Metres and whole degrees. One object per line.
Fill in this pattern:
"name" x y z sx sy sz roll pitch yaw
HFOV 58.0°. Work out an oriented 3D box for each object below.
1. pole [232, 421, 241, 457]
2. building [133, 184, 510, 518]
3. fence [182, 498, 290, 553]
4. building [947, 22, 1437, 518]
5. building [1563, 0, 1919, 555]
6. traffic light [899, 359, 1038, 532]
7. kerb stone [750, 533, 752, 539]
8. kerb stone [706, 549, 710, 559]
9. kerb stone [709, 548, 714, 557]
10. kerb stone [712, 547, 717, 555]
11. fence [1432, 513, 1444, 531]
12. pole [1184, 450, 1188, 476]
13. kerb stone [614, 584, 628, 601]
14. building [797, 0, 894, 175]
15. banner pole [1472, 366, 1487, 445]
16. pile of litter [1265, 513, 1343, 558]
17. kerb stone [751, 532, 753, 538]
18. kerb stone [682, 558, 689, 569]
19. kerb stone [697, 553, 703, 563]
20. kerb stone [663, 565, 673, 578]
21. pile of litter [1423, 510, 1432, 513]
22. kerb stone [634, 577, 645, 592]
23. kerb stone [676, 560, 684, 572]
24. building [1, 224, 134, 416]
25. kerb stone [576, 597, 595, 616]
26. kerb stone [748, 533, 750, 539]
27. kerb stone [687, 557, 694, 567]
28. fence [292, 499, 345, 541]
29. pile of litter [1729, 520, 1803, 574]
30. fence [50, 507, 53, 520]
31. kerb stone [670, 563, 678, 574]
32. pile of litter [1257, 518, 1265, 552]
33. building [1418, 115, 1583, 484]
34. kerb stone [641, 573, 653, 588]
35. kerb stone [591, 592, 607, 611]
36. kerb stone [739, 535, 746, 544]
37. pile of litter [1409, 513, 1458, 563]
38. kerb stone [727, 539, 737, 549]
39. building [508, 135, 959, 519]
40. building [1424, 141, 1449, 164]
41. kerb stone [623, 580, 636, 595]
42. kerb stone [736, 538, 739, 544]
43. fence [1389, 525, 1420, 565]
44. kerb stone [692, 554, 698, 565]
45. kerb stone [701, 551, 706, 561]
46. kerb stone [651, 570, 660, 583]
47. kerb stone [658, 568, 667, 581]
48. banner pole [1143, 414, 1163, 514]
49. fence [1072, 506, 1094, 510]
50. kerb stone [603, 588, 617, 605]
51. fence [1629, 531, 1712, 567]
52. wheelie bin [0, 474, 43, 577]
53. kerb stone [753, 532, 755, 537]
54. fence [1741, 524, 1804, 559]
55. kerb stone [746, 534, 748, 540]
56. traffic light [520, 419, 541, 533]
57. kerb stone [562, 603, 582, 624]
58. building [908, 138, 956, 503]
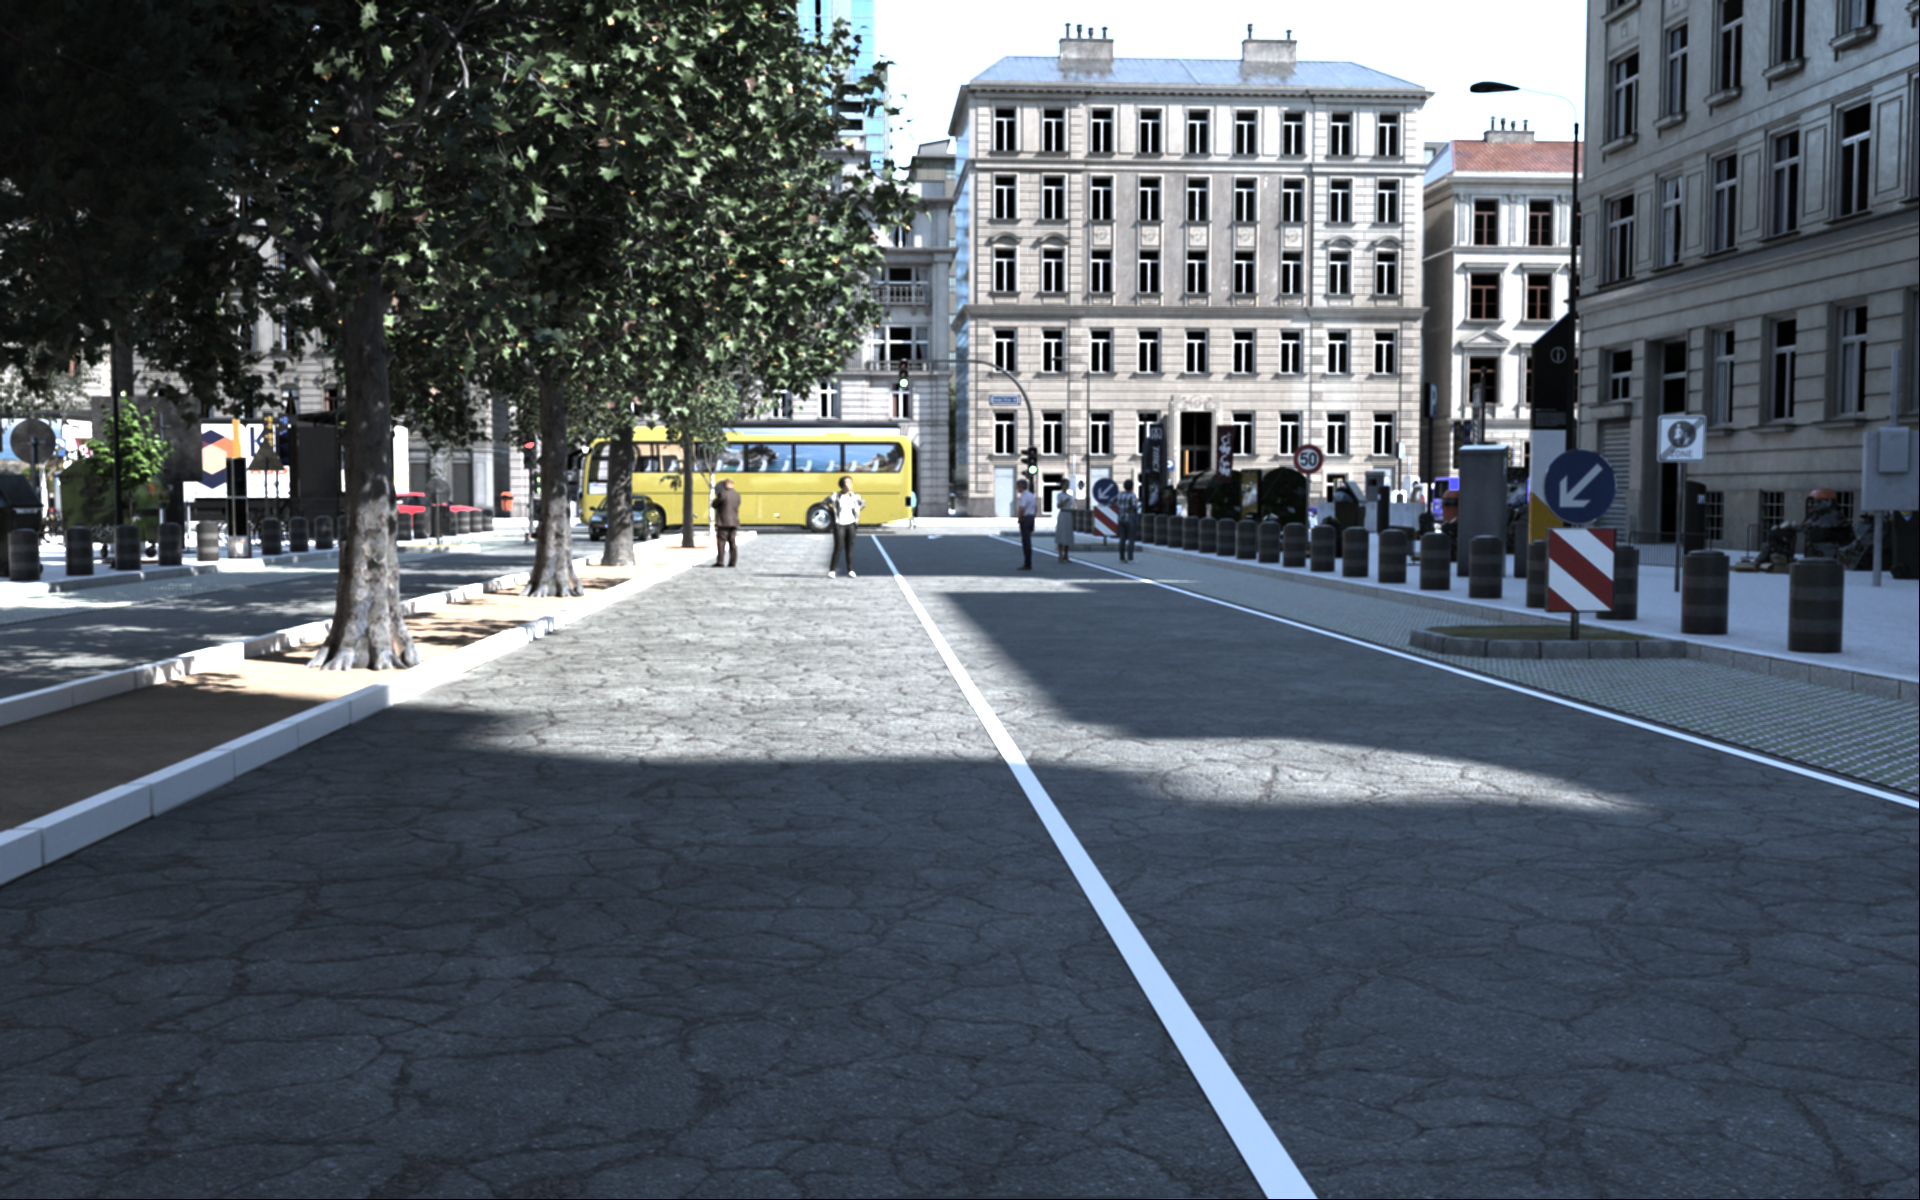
"pole" -19.682 -3.262 47.176 0.158 3.312 0.155 0 3 0
"building" -33.658 -14.934 93.326 18.267 20.994 9.793 0 4 -4
"fence" -15.765 -1.613 37.577 2.264 1.192 0.480 0 4 6
"building" 12.152 -18.318 96.761 25.104 27.353 12.463 0 4 -4
"building" 25.288 -12.273 33.951 16.112 22.955 30.059 0 4 -4
"traffic light" 0.315 -5.128 58.504 4.771 5.953 1.251 0 4 -4
"kerb stone" -6.700 -1.963 54.297 0.120 0.150 1.000 0 4 -4
"kerb stone" -5.624 -0.962 37.917 0.120 0.150 1.000 0 4 -4
"kerb stone" -5.693 -1.019 38.939 0.120 0.150 1.000 0 4 -4
"kerb stone" -5.760 -1.087 39.964 0.120 0.150 1.000 0 4 -4
"fence" 14.780 -2.294 52.889 0.278 0.683 2.069 -1 4 -10
"pole" 10.508 -5.308 80.631 0.158 3.312 0.155 0 3 0
"kerb stone" -4.681 -0.081 23.564 0.120 0.150 1.000 0 4 -4
"building" -23.072 -57.816 257.961 31.000 86.520 22.319 0 4 -4
"banner pole" 10.265 -2.709 34.305 0.401 3.779 0.863 0 4 -2
"pile of litter" 7.268 -1.286 34.985 1.719 0.858 1.176 -1 4 -15
"kerb stone" -6.767 -2.026 55.326 0.120 0.150 1.000 0 4 -4
"kerb stone" -5.288 -0.648 32.792 0.120 0.150 1.000 0 4 -4
"kerb stone" -5.487 -0.830 35.867 0.120 0.150 1.000 0 4 -4
"kerb stone" -5.080 -0.458 29.709 0.120 0.150 1.000 0 4 -4
"pile of litter" 12.817 -2.114 48.533 1.176 0.858 1.719 2 4 30
"kerb stone" -4.813 -0.209 25.614 0.120 0.150 1.000 0 4 -4
"kerb stone" -5.226 -0.586 31.769 0.120 0.150 1.000 0 4 -4
"building" -55.091 -18.699 93.116 23.554 28.519 14.401 0 4 -4
"kerb stone" -4.483 0.104 20.491 0.120 0.150 1.000 0 4 -4
"kerb stone" -6.629 -1.901 53.275 0.120 0.150 1.000 0 4 -4
"kerb stone" -5.352 -0.711 33.814 0.120 0.150 1.000 0 4 -4
"fence" -16.735 -2.040 44.551 2.264 1.192 0.480 -1 4 -9
"pile of litter" 13.301 -0.883 28.401 1.176 0.858 1.719 0 4 2
"fence" -29.491 -2.667 54.802 0.480 1.192 2.264 1 4 17
"kerb stone" -5.158 -0.521 30.738 0.120 0.150 1.000 0 4 -4
"pile of litter" 7.150 -1.498 38.451 1.719 0.858 1.176 -2 4 -25
"building" 35.857 -16.044 98.471 21.152 22.565 11.583 0 4 -4
"kerb stone" -4.882 -0.272 26.636 0.120 0.150 1.000 0 4 -4
"kerb stone" -4.545 0.042 21.513 0.120 0.150 1.000 0 4 -4
"kerb stone" -6.489 -1.772 51.230 0.120 0.150 1.000 0 4 -4
"pile of litter" 9.192 -1.174 33.157 1.176 0.858 1.719 1 4 13
"kerb stone" -6.224 -1.525 47.133 0.120 0.150 1.000 0 4 -4
"building" -12.475 -15.599 96.849 24.055 21.916 13.314 0 4 -4
"building" 57.406 -31.812 203.726 14.086 41.232 14.154 0 4 -4
"kerb stone" -4.753 -0.145 24.587 0.120 0.150 1.000 0 4 -4
"kerb stone" -6.298 -1.588 48.163 0.120 0.150 1.000 0 4 -4
"fence" 8.193 -1.026 32.149 0.278 0.683 2.069 0 4 1
"kerb stone" -5.420 -0.774 34.843 0.120 0.150 1.000 0 4 -4
"kerb stone" -5.556 -0.899 36.892 0.120 0.150 1.000 0 4 -4
"kerb stone" -4.954 -0.334 27.657 0.120 0.150 1.000 0 4 -4
"kerb stone" -5.014 -0.397 28.680 0.120 0.150 1.000 0 4 -4
"banner pole" 6.008 -3.935 54.351 0.863 3.779 0.401 2 4 32
"fence" 6.218 -4.187 83.833 2.069 0.683 0.278 0 4 3
"kerb stone" -4.620 -0.021 22.535 0.120 0.150 1.000 0 4 -4
"fence" 10.993 -0.703 26.868 0.278 0.683 2.069 -1 4 -14
"wheelie bin" -14.769 -1.161 26.894 0.693 1.594 0.980 1 4 15
"kerb stone" -6.830 -2.089 56.353 0.120 0.150 1.000 0 4 -4
"fence" 15.986 -1.111 33.547 0.278 0.683 2.069 -1 4 -17
"kerb stone" -6.566 -1.836 52.253 0.120 0.150 1.000 0 4 -4
"traffic light" -14.278 -4.205 57.677 0.839 4.253 0.868 0 4 -4
"kerb stone" -4.410 0.169 19.467 0.120 0.150 1.000 0 4 -4
"building" 5.845 -41.330 264.989 27.495 52.752 28.713 0 4 -4
